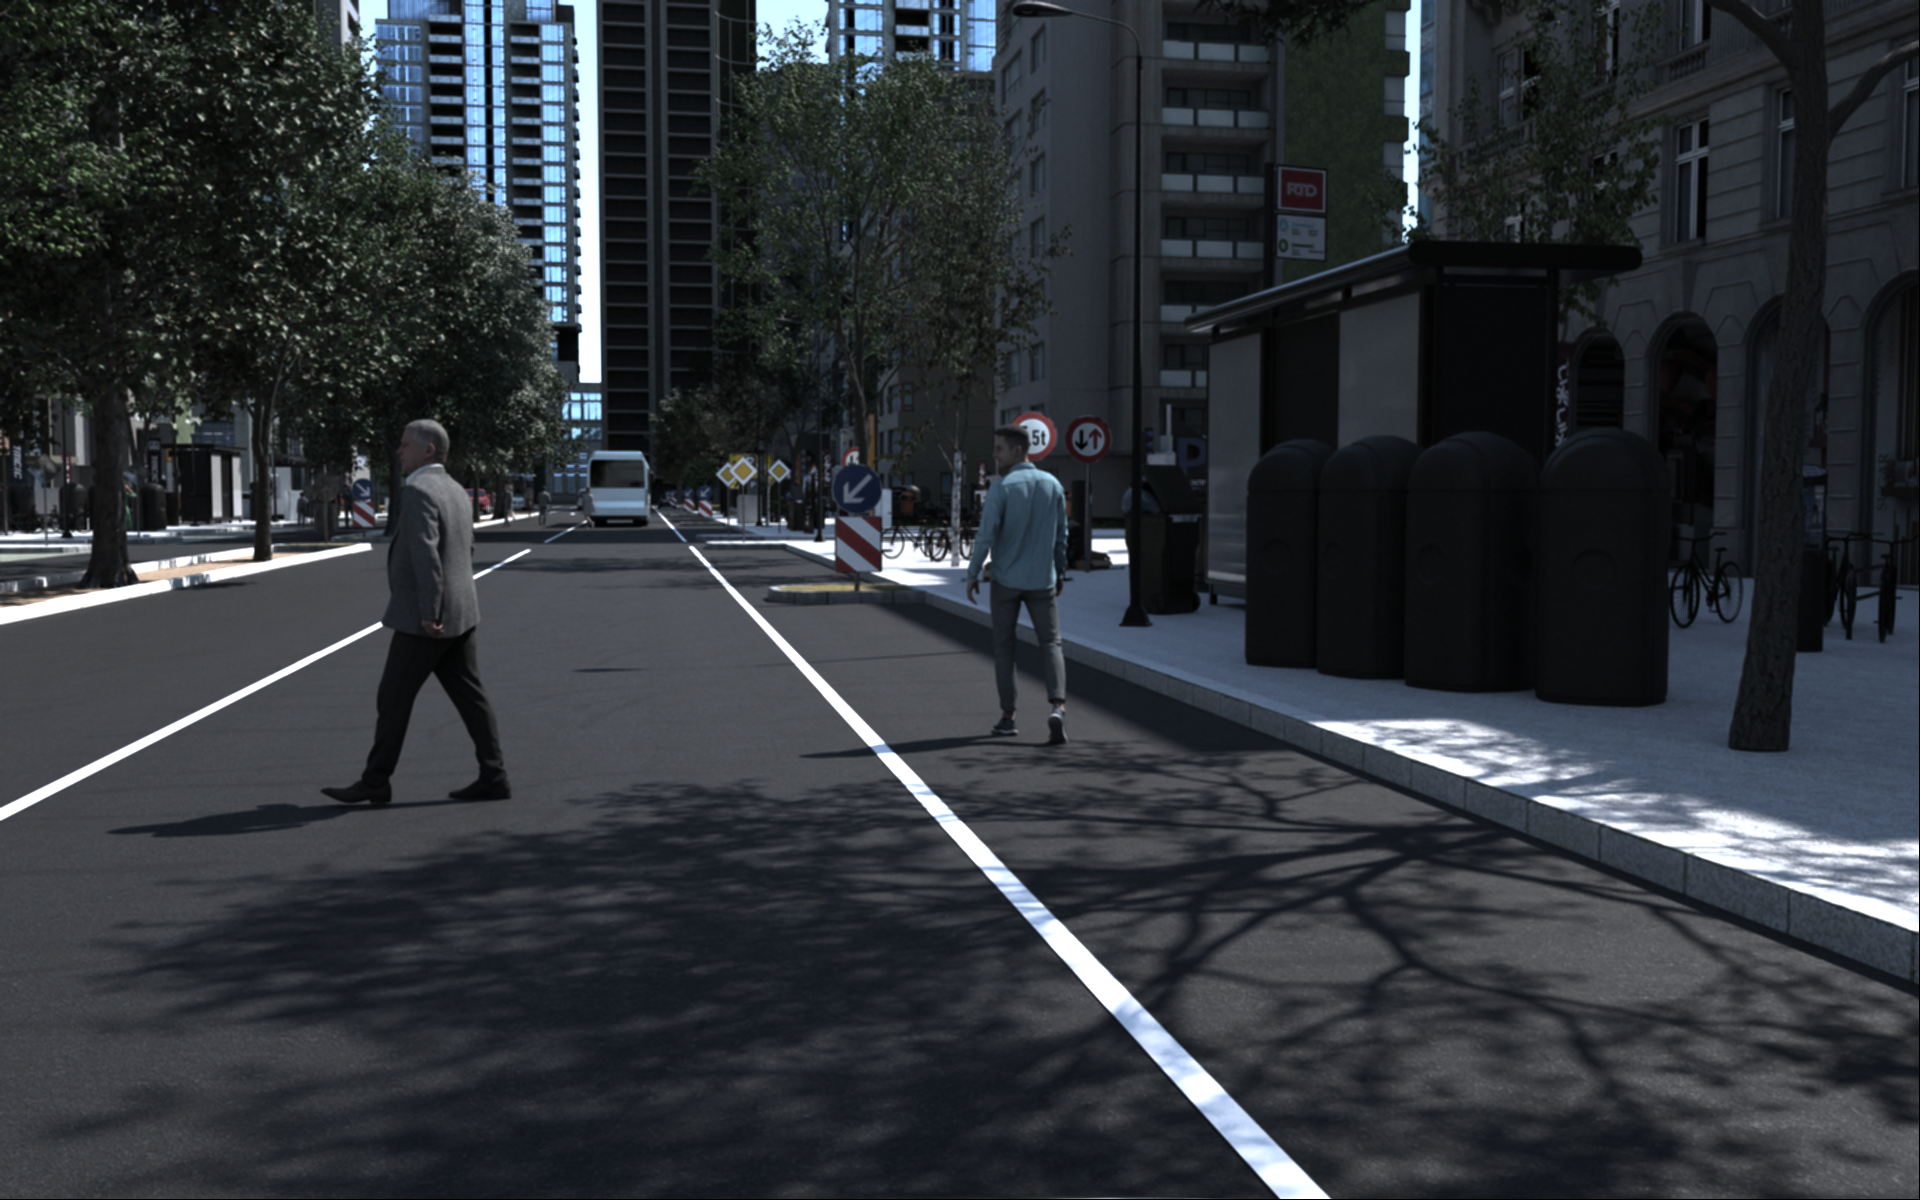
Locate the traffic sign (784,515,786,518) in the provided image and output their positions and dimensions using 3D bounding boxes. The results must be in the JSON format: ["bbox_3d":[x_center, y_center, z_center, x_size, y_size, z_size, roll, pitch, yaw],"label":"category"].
[{"bbox_3d":[-9.564,-5.653,94.562,0.606,2.300,0.079,-1,4,-9],"label":"traffic sign"}]

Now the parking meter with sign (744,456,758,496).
[{"bbox_3d":[-9.478,-5.055,78.912,0.543,3.016,1.738,-1,4,-12],"label":"parking meter with sign"}]

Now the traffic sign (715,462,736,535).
[{"bbox_3d":[-7.171,-3.056,53.606,0.795,2.450,0.064,-1,4,-10],"label":"traffic sign"}]

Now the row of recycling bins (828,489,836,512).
[{"bbox_3d":[-7.944,-7.318,126.762,3.534,1.692,1.069,-2,4,-25],"label":"row of recycling bins"}]

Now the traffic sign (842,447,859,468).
[{"bbox_3d":[-2.833,-2.876,47.133,0.768,2.556,0.104,0,4,-3],"label":"traffic sign"}]

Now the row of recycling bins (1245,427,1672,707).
[{"bbox_3d":[3.264,-0.293,11.908,1.069,1.692,3.534,-2,4,-32],"label":"row of recycling bins"}]

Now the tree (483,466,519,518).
[{"bbox_3d":[-28.181,-9.496,108.086,4.360,8.622,3.978,0,3,0],"label":"tree"}]

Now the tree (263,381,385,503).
[{"bbox_3d":[-34.675,-9.835,95.217,7.601,10.594,8.767,0,4,-1],"label":"tree"}]

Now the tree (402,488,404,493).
[{"bbox_3d":[-42.616,-8.491,133.427,1.663,3.219,1.824,0,3,0],"label":"tree"}]

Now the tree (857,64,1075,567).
[{"bbox_3d":[-0.049,-4.907,30.597,4.360,8.622,3.978,0,3,0],"label":"tree"}]

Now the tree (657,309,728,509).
[{"bbox_3d":[-6.135,-7.846,62.690,8.767,10.594,7.601,-1,4,-14],"label":"tree"}]

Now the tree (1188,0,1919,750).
[{"bbox_3d":[4.339,-4.517,8.264,7.601,10.594,8.767,1,4,21],"label":"tree"}]

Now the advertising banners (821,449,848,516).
[{"bbox_3d":[-4.574,-4.397,68.074,2.074,3.025,0.090,-3,4,-36],"label":"advertising banners"}]

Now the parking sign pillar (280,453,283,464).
[{"bbox_3d":[-44.994,-7.657,113.660,1.447,3.967,1.447,1,4,8],"label":"parking sign pillar"}]

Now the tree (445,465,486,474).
[{"bbox_3d":[-47.714,-14.125,165.351,8.767,10.594,7.601,0,4,-1],"label":"tree"}]

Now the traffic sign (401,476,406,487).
[{"bbox_3d":[-39.462,-7.468,122.203,0.768,2.556,0.104,-1,4,-8],"label":"traffic sign"}]

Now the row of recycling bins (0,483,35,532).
[{"bbox_3d":[-33.114,-3.165,58.854,1.069,1.692,3.534,1,4,20],"label":"row of recycling bins"}]

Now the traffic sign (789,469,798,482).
[{"bbox_3d":[-8.570,-5.350,87.580,0.768,2.556,0.104,-1,4,-10],"label":"traffic sign"}]

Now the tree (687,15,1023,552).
[{"bbox_3d":[-2.223,-6.884,38.312,9.928,11.665,9.643,0,3,0],"label":"tree"}]

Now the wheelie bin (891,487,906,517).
[{"bbox_3d":[-2.638,-4.091,74.799,0.980,1.594,0.693,1,4,10],"label":"wheelie bin"}]

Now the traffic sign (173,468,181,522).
[{"bbox_3d":[-34.577,-4.614,76.627,0.795,2.450,0.064,0,4,-1],"label":"traffic sign"}]

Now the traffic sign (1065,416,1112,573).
[{"bbox_3d":[2.084,-1.723,28.272,0.768,2.556,0.104,0,4,-5],"label":"traffic sign"}]

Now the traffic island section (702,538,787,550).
[{"bbox_3d":[-5.702,-1.441,45.833,2.009,0.180,2.903,-1,4,-10],"label":"traffic island section"}]

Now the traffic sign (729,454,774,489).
[{"bbox_3d":[-10.527,-5.724,87.453,2.265,3.308,0.079,0,4,-5],"label":"traffic sign"}]

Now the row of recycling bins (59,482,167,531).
[{"bbox_3d":[-30.113,-3.337,61.668,1.069,1.692,3.534,3,5,44],"label":"row of recycling bins"}]

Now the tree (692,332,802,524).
[{"bbox_3d":[-8.284,-7.500,72.985,4.360,8.622,3.978,0,3,0],"label":"tree"}]

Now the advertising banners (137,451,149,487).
[{"bbox_3d":[-34.217,-4.570,70.900,2.074,3.025,0.090,-1,4,-18],"label":"advertising banners"}]

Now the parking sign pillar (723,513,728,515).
[{"bbox_3d":[-13.342,-6.976,102.524,1.447,3.967,1.447,-1,4,-16],"label":"parking sign pillar"}]

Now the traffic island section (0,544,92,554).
[{"bbox_3d":[-22.562,-1.252,42.745,2.009,0.180,2.903,-1,4,-10],"label":"traffic island section"}]

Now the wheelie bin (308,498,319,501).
[{"bbox_3d":[-35.008,-5.253,93.789,0.980,1.594,0.693,-1,4,-21],"label":"wheelie bin"}]

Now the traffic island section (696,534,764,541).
[{"bbox_3d":[-7.149,-1.921,53.687,2.009,0.180,2.903,-1,4,-10],"label":"traffic island section"}]

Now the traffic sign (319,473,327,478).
[{"bbox_3d":[-37.931,-6.312,103.314,0.768,2.556,0.104,0,4,-2],"label":"traffic sign"}]

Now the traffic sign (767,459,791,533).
[{"bbox_3d":[-5.943,-3.410,56.939,0.795,2.450,0.064,0,4,-6],"label":"traffic sign"}]

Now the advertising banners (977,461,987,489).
[{"bbox_3d":[1.901,-5.788,90.819,2.074,3.025,0.090,0,4,-1],"label":"advertising banners"}]

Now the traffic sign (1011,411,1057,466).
[{"bbox_3d":[1.113,-1.633,26.803,0.768,2.556,0.104,0,4,-1],"label":"traffic sign"}]

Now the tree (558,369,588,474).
[{"bbox_3d":[-25.383,-10.739,95.050,9.611,12.733,9.660,0,3,0],"label":"tree"}]

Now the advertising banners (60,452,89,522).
[{"bbox_3d":[-37.361,-4.736,73.622,0.090,3.025,2.074,1,4,19],"label":"advertising banners"}]

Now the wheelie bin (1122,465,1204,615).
[{"bbox_3d":[2.152,-0.658,18.674,0.693,1.594,0.980,3,5,45],"label":"wheelie bin"}]

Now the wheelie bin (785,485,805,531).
[{"bbox_3d":[-5.616,-3.199,60.212,0.980,1.594,0.693,-2,4,-27],"label":"wheelie bin"}]

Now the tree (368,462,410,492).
[{"bbox_3d":[-40.704,-8.609,124.474,4.285,4.588,4.351,0,3,0],"label":"tree"}]

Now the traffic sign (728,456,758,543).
[{"bbox_3d":[-5.724,-2.576,45.752,0.795,2.450,0.064,-1,4,-10],"label":"traffic sign"}]

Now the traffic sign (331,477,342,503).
[{"bbox_3d":[-36.420,-6.059,101.188,0.606,2.300,0.079,0,4,-8],"label":"traffic sign"}]

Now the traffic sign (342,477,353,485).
[{"bbox_3d":[-42.002,-7.254,118.710,0.768,2.556,0.104,0,4,-2],"label":"traffic sign"}]

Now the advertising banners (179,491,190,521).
[{"bbox_3d":[-35.972,-5.257,82.136,2.074,3.025,0.090,-1,4,-17],"label":"advertising banners"}]

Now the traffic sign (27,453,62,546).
[{"bbox_3d":[-22.540,-2.388,42.687,0.795,2.450,0.064,-1,4,-10],"label":"traffic sign"}]

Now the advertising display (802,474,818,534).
[{"bbox_3d":[-4.908,-3.115,56.147,0.123,1.923,0.974,-2,4,-23],"label":"advertising display"}]

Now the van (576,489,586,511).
[{"bbox_3d":[-32.392,-8.783,150.617,2.013,2.044,4.112,-1,4,-9],"label":"van"}]

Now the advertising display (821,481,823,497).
[{"bbox_3d":[-6.801,-4.604,80.488,0.974,1.923,0.123,2,4,28],"label":"advertising display"}]

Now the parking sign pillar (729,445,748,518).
[{"bbox_3d":[-11.562,-6.503,94.794,1.447,3.967,1.447,1,4,19],"label":"parking sign pillar"}]

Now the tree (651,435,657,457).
[{"bbox_3d":[-16.174,-11.292,119.043,8.767,10.594,7.601,1,4,9],"label":"tree"}]

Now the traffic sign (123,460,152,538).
[{"bbox_3d":[-23.987,-2.868,50.540,0.795,2.450,0.064,-1,4,-10],"label":"traffic sign"}]

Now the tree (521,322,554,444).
[{"bbox_3d":[-23.855,-9.611,85.347,9.928,11.665,9.643,0,3,0],"label":"tree"}]

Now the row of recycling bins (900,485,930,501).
[{"bbox_3d":[-2.210,-5.263,93.160,1.069,1.692,3.534,1,4,9],"label":"row of recycling bins"}]

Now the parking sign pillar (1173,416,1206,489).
[{"bbox_3d":[8.017,-4.361,59.775,1.447,3.967,1.447,-1,4,-11],"label":"parking sign pillar"}]

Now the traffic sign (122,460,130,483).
[{"bbox_3d":[-31.873,-4.053,66.266,0.884,2.594,0.081,-1,4,-10],"label":"traffic sign"}]

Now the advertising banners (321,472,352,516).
[{"bbox_3d":[-36.559,-6.429,101.297,2.074,3.025,0.090,-1,4,-9],"label":"advertising banners"}]

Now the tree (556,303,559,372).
[{"bbox_3d":[-21.886,-10.153,75.115,9.857,13.997,8.962,0,3,0],"label":"tree"}]

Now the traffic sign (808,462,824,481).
[{"bbox_3d":[-5.934,-4.317,70.589,0.884,2.594,0.081,-1,4,-9],"label":"traffic sign"}]

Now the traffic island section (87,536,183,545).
[{"bbox_3d":[-24.009,-1.732,50.598,2.009,0.180,2.903,-1,4,-10],"label":"traffic island section"}]
